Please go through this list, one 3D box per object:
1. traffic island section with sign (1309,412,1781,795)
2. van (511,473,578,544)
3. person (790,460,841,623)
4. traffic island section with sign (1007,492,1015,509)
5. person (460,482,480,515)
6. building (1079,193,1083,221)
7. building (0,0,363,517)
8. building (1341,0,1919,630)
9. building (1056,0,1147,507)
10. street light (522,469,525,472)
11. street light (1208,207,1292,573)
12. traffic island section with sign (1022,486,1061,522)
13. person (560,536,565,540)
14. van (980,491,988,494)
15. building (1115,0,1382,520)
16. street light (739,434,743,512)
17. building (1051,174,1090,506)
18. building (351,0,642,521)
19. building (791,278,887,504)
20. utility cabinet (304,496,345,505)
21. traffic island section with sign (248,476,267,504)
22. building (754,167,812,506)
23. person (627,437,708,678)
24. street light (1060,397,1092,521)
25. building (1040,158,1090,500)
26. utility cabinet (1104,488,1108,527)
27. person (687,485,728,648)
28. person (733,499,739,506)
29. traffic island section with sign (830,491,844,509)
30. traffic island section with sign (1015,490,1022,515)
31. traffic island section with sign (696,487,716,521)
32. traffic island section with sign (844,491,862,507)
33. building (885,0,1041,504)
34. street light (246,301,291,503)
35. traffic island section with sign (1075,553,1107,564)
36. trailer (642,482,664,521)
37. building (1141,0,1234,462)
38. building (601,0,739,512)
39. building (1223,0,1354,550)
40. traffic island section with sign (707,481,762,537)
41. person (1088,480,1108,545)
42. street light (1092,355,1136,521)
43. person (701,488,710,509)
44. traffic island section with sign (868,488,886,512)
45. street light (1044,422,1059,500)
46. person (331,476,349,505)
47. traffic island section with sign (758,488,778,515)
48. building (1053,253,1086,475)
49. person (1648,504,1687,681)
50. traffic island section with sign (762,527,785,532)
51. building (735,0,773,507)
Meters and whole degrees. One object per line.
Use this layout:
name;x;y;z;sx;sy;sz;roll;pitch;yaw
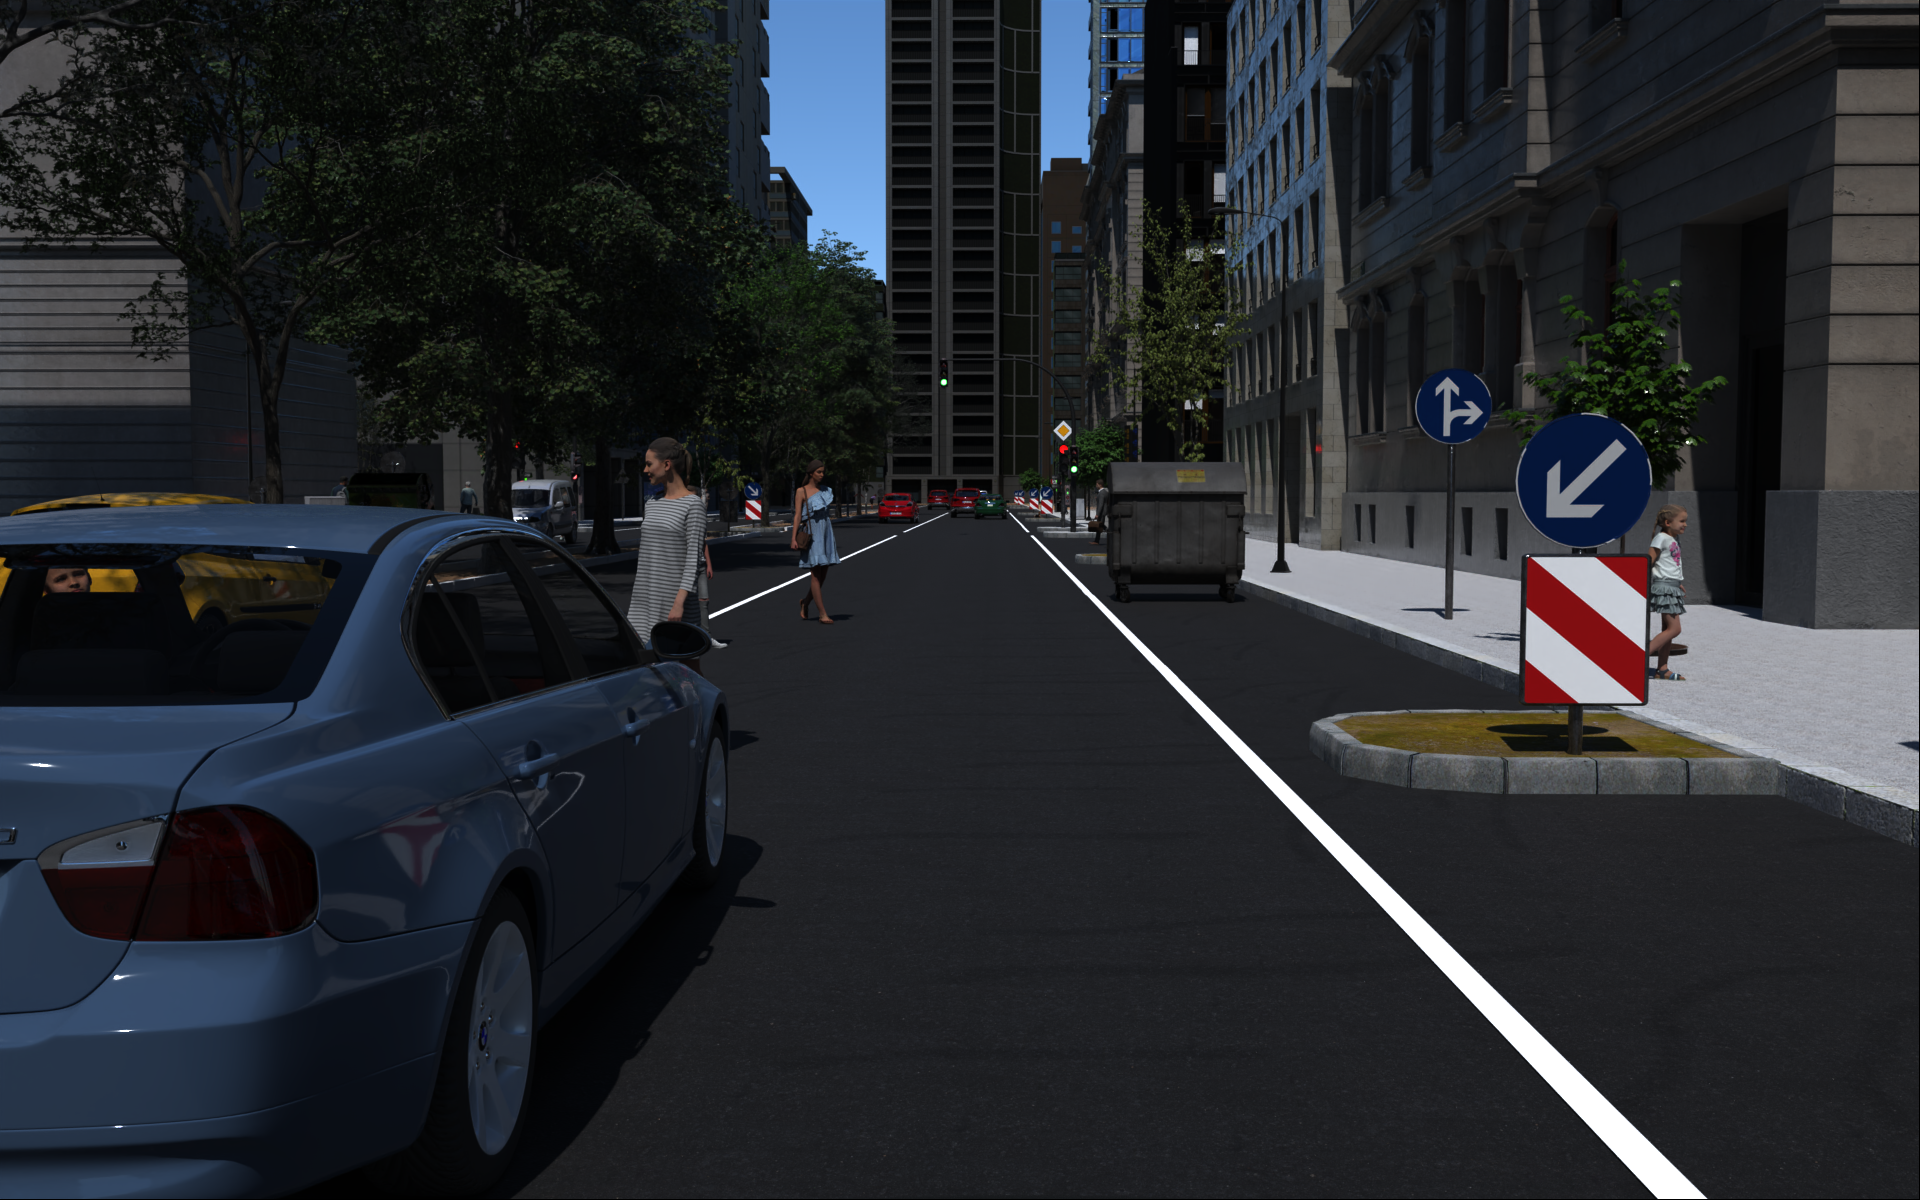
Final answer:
traffic island section with sign;2.943;-0.036;9.212;1.989;1.847;2.006;0;4;1
van;-11.964;-2.543;48.593;2.013;2.044;4.112;0;4;2
person;-1.652;-0.655;19.297;0.616;1.811;0.778;-2;4;-34
traffic island section with sign;5.806;-9.743;167.930;1.989;1.847;2.006;0;4;1
person;-19.202;-3.753;67.884;0.782;1.767;0.515;-2;4;-35
building;16.264;-20.875;128.697;14.401;28.519;23.554;0;4;1
building;-31.267;-12.750;50.259;24.055;21.916;13.314;0;4;1
building;14.513;-14.627;26.534;14.401;28.519;23.554;0;4;1
building;20.702;-51.782;159.307;22.319;86.520;31.000;0;4;1
street light;-16.192;-5.736;66.320;1.470;5.913;1.316;0;4;1
street light;4.713;-3.404;28.204;1.470;5.913;1.316;0;4;1
traffic island section with sign;4.414;-5.025;90.786;1.989;1.847;2.006;0;4;1
person;-12.125;-2.680;53.327;0.512;1.701;0.522;1;4;12
van;2.695;-12.530;211.883;2.013;2.044;4.112;0;4;2
building;15.444;-19.438;105.198;14.401;28.519;23.554;0;4;1
street light;-15.217;-9.288;124.397;1.470;5.913;1.316;0;4;1
building;26.266;-30.348;188.070;32.217;40.220;23.993;0;4;1
building;-28.219;-39.944;91.343;20.563;71.187;20.611;0;4;1
building;-16.719;-28.269;233.906;14.107;30.474;14.160;0;4;1
utility cabinet;-16.876;-2.135;46.075;0.306;1.237;1.020;3;5;41
traffic island section with sign;-14.990;-1.722;36.781;1.989;1.847;2.006;0;4;1
building;-29.682;-31.018;199.022;23.993;40.220;32.217;0;4;1
person;-1.554;-0.001;9.259;0.466;1.731;0.760;0;4;4
street light;5.651;-6.758;83.037;1.470;5.913;1.316;0;4;1
building;18.053;-35.685;233.567;14.200;45.320;14.600;0;4;1
utility cabinet;5.932;-3.477;65.535;1.173;1.500;0.318;-3;5;-41
person;-2.459;-0.299;15.989;0.523;1.515;0.503;1;4;18
person;-17.026;-7.169;128.758;1.012;1.151;0.738;0;4;3
traffic island section with sign;-12.618;-9.764;168.270;1.989;1.847;2.006;0;4;1
traffic island section with sign;4.904;-6.681;117.861;1.989;1.847;2.006;0;4;1
traffic island section with sign;-13.996;-5.072;91.560;1.989;1.847;2.006;0;4;1
traffic island section with sign;-12.112;-11.450;195.835;1.989;1.847;2.006;0;4;1
building;0.696;-48.769;235.629;20.611;71.187;20.563;0;4;1
street light;-16.623;-4.237;41.819;1.470;5.913;1.316;0;4;1
traffic island section with sign;3.421;-1.684;36.163;1.989;1.847;2.006;0;4;1
trailer;-14.356;-4.587;82.039;1.471;1.999;3.904;0;3;0
building;16.204;-14.909;73.446;15.834;23.373;12.332;0;4;1
building;-28.908;-35.763;126.729;21.231;58.520;28.212;0;4;1
building;13.533;-11.757;46.975;10.420;20.320;16.860;0;4;1
traffic island section with sign;-7.933;-3.090;58.658;2.006;1.907;1.989;0;4;1
person;3.992;-2.441;48.381;0.822;1.834;0.622;0;4;6
street light;5.293;-5.226;57.993;1.470;5.913;1.316;0;4;1
person;-14.649;-5.541;99.441;0.599;1.781;0.374;-1;4;-17
traffic island section with sign;-6.447;-8.138;141.190;2.006;1.907;1.989;0;4;1
street light;6.133;-8.534;112.075;1.470;5.913;1.316;0;4;1
person;-16.964;-2.513;47.476;0.623;1.781;0.721;0;4;-3
traffic island section with sign;-13.510;-6.721;118.511;1.989;1.847;2.006;0;4;1
building;18.106;-26.686;208.009;14.160;30.474;14.107;0;4;1
person;4.852;-0.057;11.995;0.382;1.210;0.505;3;4;39
traffic island section with sign;-7.790;-3.543;66.063;2.006;1.907;1.989;0;4;1
building;-31.715;-34.621;155.284;28.713;52.752;27.495;0;4;1
